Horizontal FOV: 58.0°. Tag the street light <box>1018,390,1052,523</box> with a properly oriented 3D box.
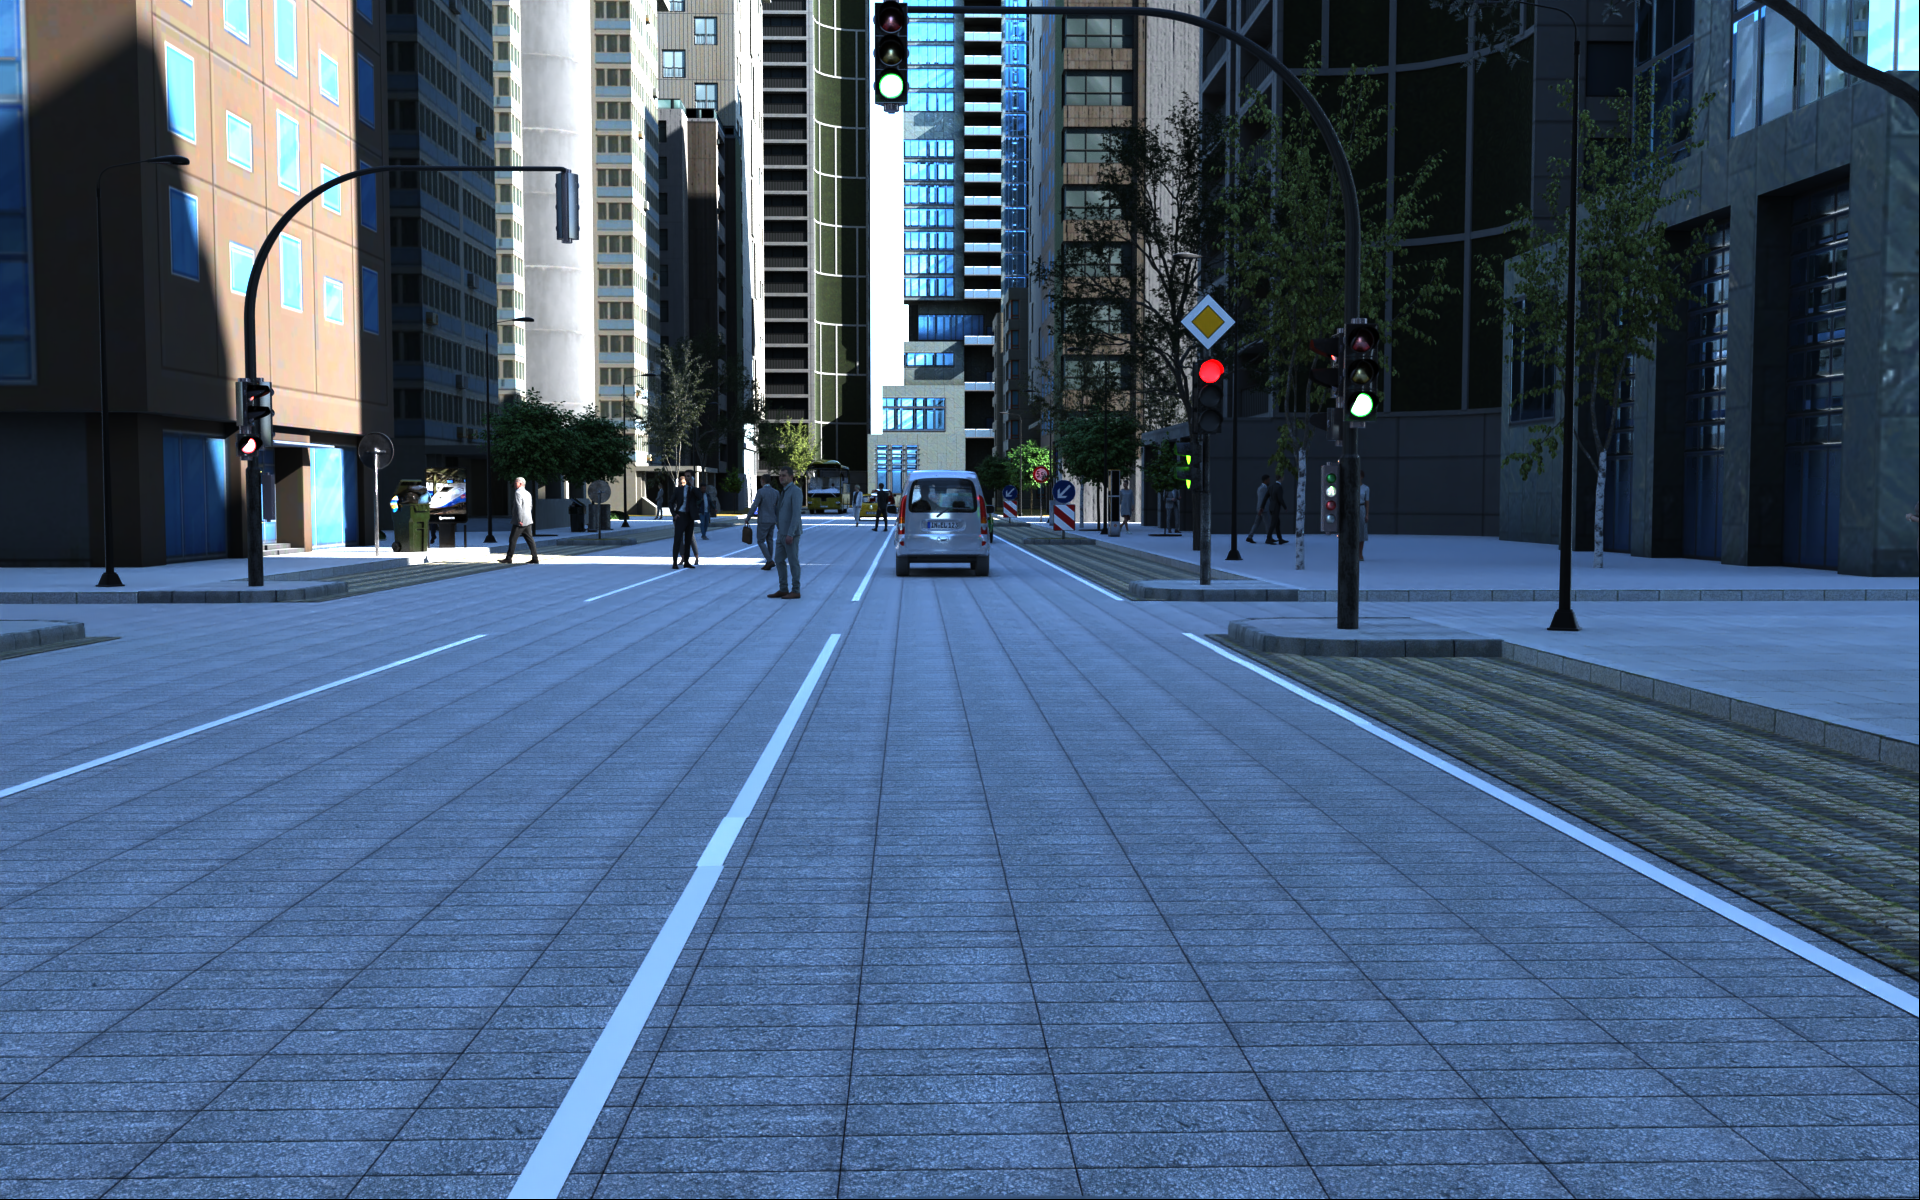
[{"bbox_3d":[3.496,-6.395,77.102,1.470,5.913,1.316,0,4,-2],"label":"street light"}]

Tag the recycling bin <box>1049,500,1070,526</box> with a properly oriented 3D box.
[{"bbox_3d":[4.050,-3.540,70.435,0.722,1.027,0.722,1,4,15],"label":"recycling bin"}]

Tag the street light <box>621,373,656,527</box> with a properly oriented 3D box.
[{"bbox_3d":[-12.386,-5.763,66.760,1.470,5.913,1.316,0,4,-2],"label":"street light"}]

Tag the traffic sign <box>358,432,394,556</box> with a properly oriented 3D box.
[{"bbox_3d":[-12.027,-2.175,35.667,0.768,2.556,0.104,0,4,8],"label":"traffic sign"}]

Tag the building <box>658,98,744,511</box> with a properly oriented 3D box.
[{"bbox_3d":[-23.996,-21.906,129.861,14.160,30.474,14.107,0,4,-2],"label":"building"}]

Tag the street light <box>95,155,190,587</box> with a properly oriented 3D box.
[{"bbox_3d":[-11.263,-3.140,23.887,1.470,5.913,1.316,0,4,-2],"label":"street light"}]

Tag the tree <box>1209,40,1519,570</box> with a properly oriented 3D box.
[{"bbox_3d":[5.996,-4.828,29.292,4.737,8.622,4.395,0,3,0],"label":"tree"}]

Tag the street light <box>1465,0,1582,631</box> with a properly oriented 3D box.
[{"bbox_3d":[5.170,-2.669,16.174,1.470,5.913,1.316,0,4,-2],"label":"street light"}]

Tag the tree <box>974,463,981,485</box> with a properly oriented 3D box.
[{"bbox_3d":[2.742,-8.939,129.860,4.285,4.588,4.351,0,3,0],"label":"tree"}]

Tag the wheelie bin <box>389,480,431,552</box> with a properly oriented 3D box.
[{"bbox_3d":[-12.127,-1.862,38.353,0.693,1.594,0.980,2,4,27],"label":"wheelie bin"}]

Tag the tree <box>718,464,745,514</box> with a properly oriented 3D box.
[{"bbox_3d":[-14.411,-7.093,110.566,1.663,3.219,1.824,0,3,0],"label":"tree"}]

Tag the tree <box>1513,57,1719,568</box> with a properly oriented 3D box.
[{"bbox_3d":[11.129,-4.878,30.112,4.737,8.622,4.395,0,3,0],"label":"tree"}]

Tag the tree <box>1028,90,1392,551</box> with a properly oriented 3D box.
[{"bbox_3d":[5.525,-6.423,39.434,8.767,10.594,7.601,1,4,11],"label":"tree"}]

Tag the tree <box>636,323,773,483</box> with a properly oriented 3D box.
[{"bbox_3d":[-13.704,-9.748,93.786,8.767,10.594,7.601,2,4,24],"label":"tree"}]

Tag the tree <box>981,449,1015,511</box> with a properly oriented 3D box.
[{"bbox_3d":[4.096,-7.209,101.577,4.285,4.588,4.351,0,3,0],"label":"tree"}]

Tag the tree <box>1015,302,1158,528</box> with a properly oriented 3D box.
[{"bbox_3d":[4.500,-7.076,66.050,4.360,8.622,3.978,0,3,0],"label":"tree"}]

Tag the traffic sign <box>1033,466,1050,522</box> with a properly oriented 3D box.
[{"bbox_3d":[3.684,-4.801,78.609,0.768,2.556,0.104,0,4,7],"label":"traffic sign"}]

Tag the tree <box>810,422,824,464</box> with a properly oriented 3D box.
[{"bbox_3d":[-15.563,-13.020,163.235,4.737,8.622,4.395,0,3,0],"label":"tree"}]

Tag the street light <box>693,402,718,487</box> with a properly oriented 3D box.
[{"bbox_3d":[-12.944,-7.057,87.931,1.470,5.913,1.316,0,4,-2],"label":"street light"}]

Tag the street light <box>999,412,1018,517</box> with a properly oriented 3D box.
[{"bbox_3d":[2.901,-7.690,98.272,1.470,5.913,1.316,0,4,-2],"label":"street light"}]

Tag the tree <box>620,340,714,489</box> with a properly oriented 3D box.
[{"bbox_3d":[-13.742,-8.084,82.539,4.360,8.622,3.978,0,3,0],"label":"tree"}]

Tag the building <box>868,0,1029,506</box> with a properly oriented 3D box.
[{"bbox_3d":[5.290,-53.950,194.747,31.000,86.520,22.319,0,4,-2],"label":"building"}]

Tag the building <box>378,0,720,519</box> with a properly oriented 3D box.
[{"bbox_3d":[-32.360,-25.592,110.313,32.217,40.220,23.993,0,4,-2],"label":"building"}]

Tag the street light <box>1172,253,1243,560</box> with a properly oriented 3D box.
[{"bbox_3d":[4.787,-3.728,33.496,1.470,5.913,1.316,0,4,-2],"label":"street light"}]

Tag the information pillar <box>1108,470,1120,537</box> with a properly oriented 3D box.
[{"bbox_3d":[4.635,-2.911,52.094,0.304,2.012,0.304,-1,4,-12],"label":"information pillar"}]

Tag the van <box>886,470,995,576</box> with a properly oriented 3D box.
[{"bbox_3d":[-0.344,-1.503,31.590,2.013,2.044,4.112,0,4,-1],"label":"van"}]

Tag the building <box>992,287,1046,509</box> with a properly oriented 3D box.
[{"bbox_3d":[17.475,-19.258,159.905,27.650,21.520,28.899,0,4,-2],"label":"building"}]

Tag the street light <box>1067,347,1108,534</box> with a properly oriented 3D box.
[{"bbox_3d":[4.081,-5.041,54.962,1.470,5.913,1.316,0,4,-2],"label":"street light"}]

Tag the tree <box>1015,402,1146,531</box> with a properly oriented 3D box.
[{"bbox_3d":[4.942,-4.709,60.702,4.285,4.588,4.351,0,3,0],"label":"tree"}]

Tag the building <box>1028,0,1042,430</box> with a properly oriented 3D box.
[{"bbox_3d":[19.430,-33.126,130.850,28.713,52.752,27.495,0,4,-2],"label":"building"}]

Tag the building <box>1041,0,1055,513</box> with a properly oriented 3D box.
[{"bbox_3d":[12.583,-28.120,109.880,14.600,45.320,14.200,0,4,-2],"label":"building"}]

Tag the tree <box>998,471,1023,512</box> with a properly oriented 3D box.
[{"bbox_3d":[3.517,-7.981,125.096,1.663,3.219,1.824,0,3,0],"label":"tree"}]

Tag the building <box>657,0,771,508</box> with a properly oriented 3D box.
[{"bbox_3d":[-31.999,-34.768,157.695,27.495,52.752,28.713,0,4,-2],"label":"building"}]

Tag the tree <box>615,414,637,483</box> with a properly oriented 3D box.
[{"bbox_3d":[-13.165,-4.762,61.581,4.285,4.588,4.351,0,3,0],"label":"tree"}]

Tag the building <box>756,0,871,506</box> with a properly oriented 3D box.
[{"bbox_3d":[-20.465,-46.163,193.009,20.611,71.187,20.563,0,4,-2],"label":"building"}]

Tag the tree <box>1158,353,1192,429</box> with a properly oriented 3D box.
[{"bbox_3d":[8.383,-7.493,72.878,4.360,8.622,3.978,0,3,0],"label":"tree"}]

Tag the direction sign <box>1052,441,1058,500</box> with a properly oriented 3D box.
[{"bbox_3d":[4.075,-5.028,74.202,0.379,3.537,0.876,-1,4,-10],"label":"direction sign"}]

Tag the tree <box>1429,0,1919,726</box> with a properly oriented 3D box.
[{"bbox_3d":[5.760,-6.031,8.984,12.009,13.543,11.850,0,3,0],"label":"tree"}]

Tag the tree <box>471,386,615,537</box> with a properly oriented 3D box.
[{"bbox_3d":[-13.109,-4.225,52.795,4.285,4.588,4.351,0,3,0],"label":"tree"}]

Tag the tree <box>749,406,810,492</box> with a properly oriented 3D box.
[{"bbox_3d":[-15.274,-11.700,141.653,4.737,8.622,4.395,0,3,0],"label":"tree"}]

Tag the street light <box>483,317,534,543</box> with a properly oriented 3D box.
[{"bbox_3d":[-11.873,-4.468,45.589,1.470,5.913,1.316,0,4,-2],"label":"street light"}]

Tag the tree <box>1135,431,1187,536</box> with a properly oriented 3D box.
[{"bbox_3d":[6.284,-3.550,52.646,1.663,3.219,1.824,0,3,0],"label":"tree"}]
